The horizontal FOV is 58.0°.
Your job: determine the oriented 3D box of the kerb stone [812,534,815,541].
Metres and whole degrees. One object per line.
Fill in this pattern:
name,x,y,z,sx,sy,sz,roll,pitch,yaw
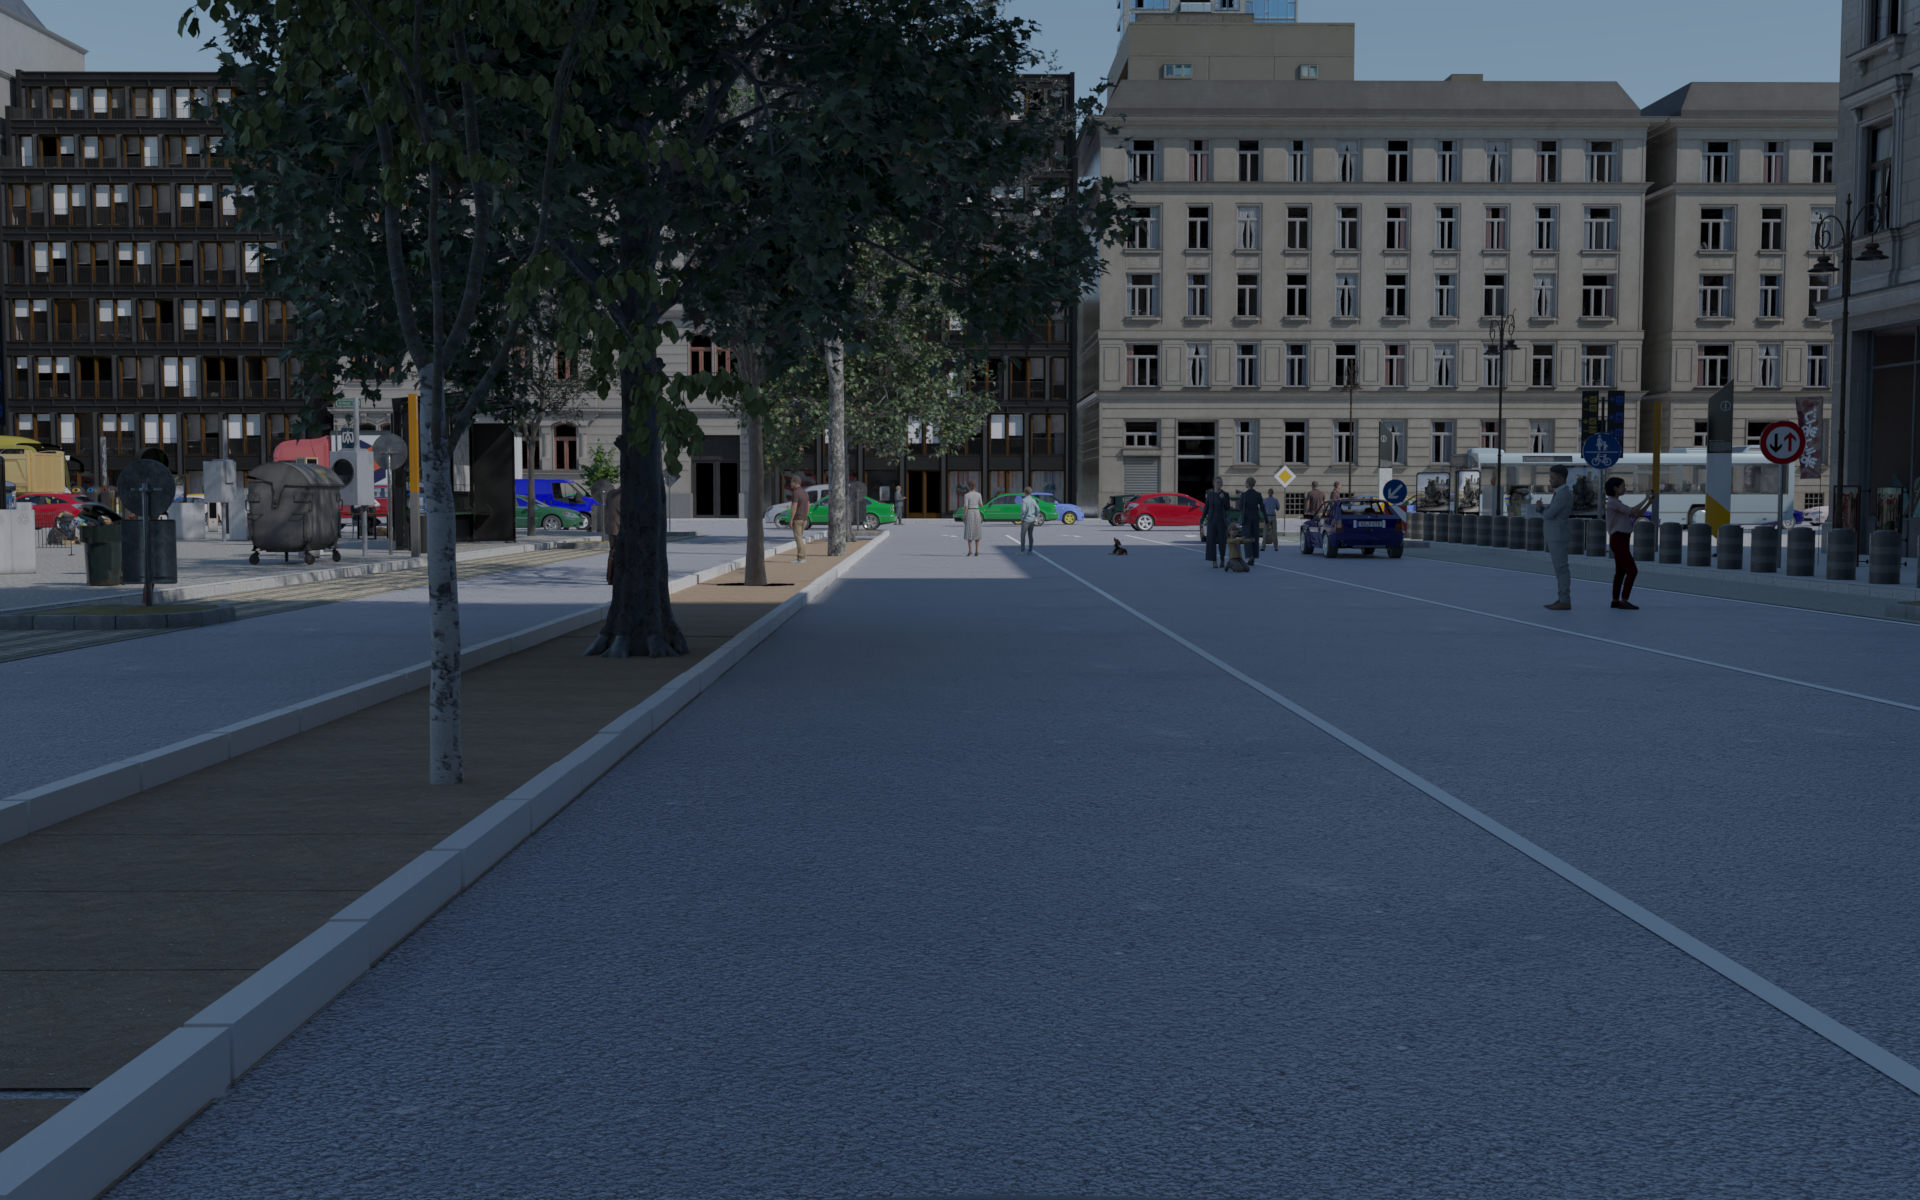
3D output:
kerb stone,-4.533,-1.822,52.023,0.120,0.150,1.000,0,4,-1

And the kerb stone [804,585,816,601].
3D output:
kerb stone,-2.059,-0.062,23.216,0.120,0.150,1.000,0,4,-1

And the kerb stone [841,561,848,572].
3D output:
kerb stone,-2.165,-0.565,31.438,0.120,0.150,1.000,0,4,-1

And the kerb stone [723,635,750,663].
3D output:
kerb stone,-1.955,0.440,15.001,0.120,0.150,1.000,0,4,-1

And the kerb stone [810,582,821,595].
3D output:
kerb stone,-2.078,-0.116,24.243,0.120,0.150,1.000,0,4,-1

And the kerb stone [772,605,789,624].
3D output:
kerb stone,-2.013,0.190,19.109,0.120,0.150,1.000,0,4,-1

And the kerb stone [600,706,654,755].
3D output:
kerb stone,-1.901,0.755,9.869,0.120,0.150,1.000,0,4,-1

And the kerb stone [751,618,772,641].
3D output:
kerb stone,-1.985,0.314,17.054,0.120,0.150,1.000,0,4,-1

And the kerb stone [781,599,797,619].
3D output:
kerb stone,-2.025,0.128,20.134,0.120,0.150,1.000,0,4,-1

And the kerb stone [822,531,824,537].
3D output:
kerb stone,-4.596,-2.075,56.138,0.120,0.150,1.000,0,4,-1

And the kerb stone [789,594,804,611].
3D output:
kerb stone,-2.039,0.063,21.159,0.120,0.150,1.000,0,4,-1

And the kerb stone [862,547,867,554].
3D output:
kerb stone,-2.269,-1.068,39.663,0.120,0.150,1.000,0,4,-1

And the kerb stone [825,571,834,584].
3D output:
kerb stone,-2.112,-0.314,27.325,0.120,0.150,1.000,0,4,-1

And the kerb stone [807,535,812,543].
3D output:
kerb stone,-4.517,-1.761,50.991,0.120,0.150,1.000,0,4,-1

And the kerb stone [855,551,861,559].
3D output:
kerb stone,-2.234,-0.879,36.571,0.120,0.150,1.000,0,4,-1

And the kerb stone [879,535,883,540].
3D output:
kerb stone,-2.416,-1.761,50.983,0.120,0.150,1.000,0,4,-1

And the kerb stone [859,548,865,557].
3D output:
kerb stone,-2.265,-1.004,38.630,0.120,0.150,1.000,0,4,-1

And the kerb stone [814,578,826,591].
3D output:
kerb stone,-2.086,-0.188,25.268,0.120,0.150,1.000,0,4,-1

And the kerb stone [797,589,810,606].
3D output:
kerb stone,-2.046,0.000,22.191,0.120,0.150,1.000,0,4,-1

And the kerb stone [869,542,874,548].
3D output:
kerb stone,-2.327,-1.320,43.783,0.120,0.150,1.000,0,4,-1

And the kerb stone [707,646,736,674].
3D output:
kerb stone,-1.946,0.507,13.976,0.120,0.150,1.000,0,4,-1

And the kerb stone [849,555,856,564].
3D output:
kerb stone,-2.208,-0.753,34.514,0.120,0.150,1.000,0,4,-1

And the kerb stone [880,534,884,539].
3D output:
kerb stone,-2.427,-1.824,52.014,0.120,0.150,1.000,0,4,-1

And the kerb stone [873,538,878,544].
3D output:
kerb stone,-2.365,-1.509,46.866,0.120,0.150,1.000,0,4,-1

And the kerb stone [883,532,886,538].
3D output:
kerb stone,-2.456,-1.947,54.067,0.120,0.150,1.000,0,4,-1

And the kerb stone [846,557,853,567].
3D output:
kerb stone,-2.195,-0.690,33.488,0.120,0.150,1.000,0,4,-1

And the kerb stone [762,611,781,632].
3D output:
kerb stone,-1.996,0.252,18.079,0.120,0.150,1.000,0,4,-1

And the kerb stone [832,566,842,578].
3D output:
kerb stone,-2.142,-0.436,29.387,0.120,0.150,1.000,0,4,-1

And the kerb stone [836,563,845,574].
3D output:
kerb stone,-2.156,-0.503,30.412,0.120,0.150,1.000,0,4,-1

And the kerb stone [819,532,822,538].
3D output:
kerb stone,-4.570,-2.012,55.109,0.120,0.150,1.000,0,4,-1

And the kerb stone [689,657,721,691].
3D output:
kerb stone,-1.928,0.569,12.951,0.120,0.150,1.000,0,4,-1

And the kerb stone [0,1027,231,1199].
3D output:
kerb stone,-1.814,1.135,3.677,0.120,0.150,1.000,0,4,-1

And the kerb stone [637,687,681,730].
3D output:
kerb stone,-1.906,0.694,10.895,0.120,0.150,1.000,0,4,-1

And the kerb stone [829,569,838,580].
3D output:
kerb stone,-2.129,-0.377,28.362,0.120,0.150,1.000,0,4,-1

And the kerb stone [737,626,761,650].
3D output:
kerb stone,-1.975,0.377,16.029,0.120,0.150,1.000,0,4,-1

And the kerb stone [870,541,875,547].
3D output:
kerb stone,-2.342,-1.383,44.815,0.120,0.150,1.000,0,4,-1

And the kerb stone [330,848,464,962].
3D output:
kerb stone,-1.851,1.008,5.735,0.120,0.150,1.000,0,4,-1

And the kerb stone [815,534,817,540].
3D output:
kerb stone,-4.550,-1.887,53.053,0.120,0.150,1.000,0,4,-1

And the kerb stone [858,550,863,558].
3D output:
kerb stone,-2.246,-0.940,37.605,0.120,0.150,1.000,0,4,-1

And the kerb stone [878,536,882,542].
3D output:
kerb stone,-2.407,-1.697,49.949,0.120,0.150,1.000,0,4,-1

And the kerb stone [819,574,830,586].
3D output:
kerb stone,-2.111,-0.250,26.300,0.120,0.150,1.000,0,4,-1

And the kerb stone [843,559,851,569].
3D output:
kerb stone,-2.174,-0.628,32.463,0.120,0.150,1.000,0,4,-1

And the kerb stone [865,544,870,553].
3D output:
kerb stone,-2.301,-1.194,41.719,0.120,0.150,1.000,0,4,-1

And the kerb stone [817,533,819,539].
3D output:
kerb stone,-4.561,-1.950,54.084,0.120,0.150,1.000,0,4,-1

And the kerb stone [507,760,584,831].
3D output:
kerb stone,-1.867,0.881,7.793,0.120,0.150,1.000,0,4,-1

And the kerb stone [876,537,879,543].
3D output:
kerb stone,-2.383,-1.572,47.894,0.120,0.150,1.000,0,4,-1

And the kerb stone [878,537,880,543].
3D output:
kerb stone,-2.394,-1.635,48.924,0.120,0.150,1.000,0,4,-1

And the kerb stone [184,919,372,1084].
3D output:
kerb stone,-1.828,1.071,4.702,0.120,0.150,1.000,0,4,-1

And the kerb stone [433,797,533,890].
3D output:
kerb stone,-1.857,0.944,6.768,0.120,0.150,1.000,0,4,-1

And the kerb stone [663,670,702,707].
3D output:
kerb stone,-1.922,0.628,11.926,0.120,0.150,1.000,0,4,-1

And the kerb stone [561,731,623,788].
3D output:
kerb stone,-1.884,0.826,8.830,0.120,0.150,1.000,0,4,-1

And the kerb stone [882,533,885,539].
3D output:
kerb stone,-2.445,-1.887,53.040,0.120,0.150,1.000,0,4,-1

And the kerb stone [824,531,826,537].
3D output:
kerb stone,-4.599,-2.136,57.163,0.120,0.150,1.000,0,4,-1

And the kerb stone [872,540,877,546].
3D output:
kerb stone,-2.347,-1.445,45.841,0.120,0.150,1.000,0,4,-1

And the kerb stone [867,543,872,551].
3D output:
kerb stone,-2.306,-1.257,42.752,0.120,0.150,1.000,0,4,-1

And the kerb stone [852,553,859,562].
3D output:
kerb stone,-2.218,-0.816,35.546,0.120,0.150,1.000,0,4,-1

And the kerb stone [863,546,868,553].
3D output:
kerb stone,-2.294,-1.126,40.691,0.120,0.150,1.000,0,4,-1
